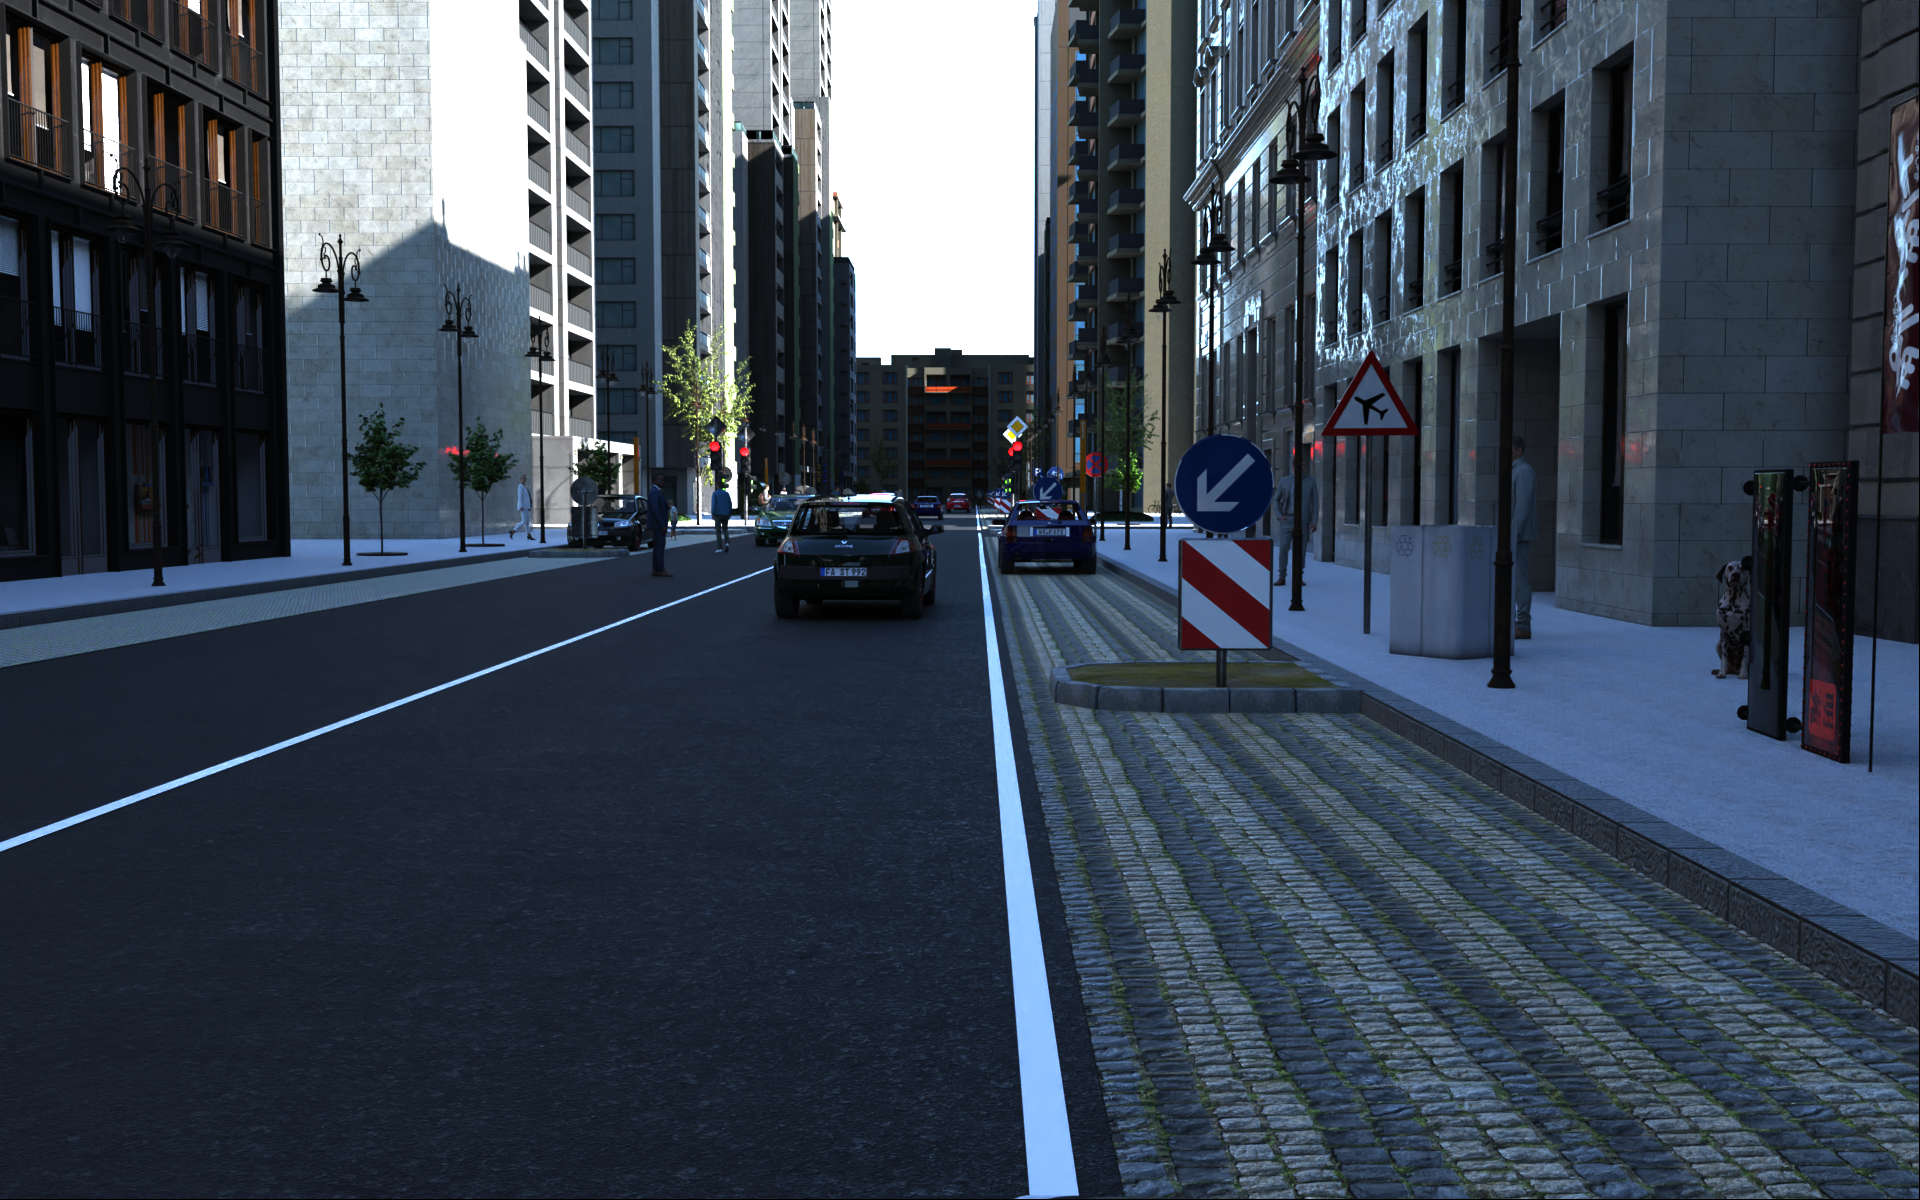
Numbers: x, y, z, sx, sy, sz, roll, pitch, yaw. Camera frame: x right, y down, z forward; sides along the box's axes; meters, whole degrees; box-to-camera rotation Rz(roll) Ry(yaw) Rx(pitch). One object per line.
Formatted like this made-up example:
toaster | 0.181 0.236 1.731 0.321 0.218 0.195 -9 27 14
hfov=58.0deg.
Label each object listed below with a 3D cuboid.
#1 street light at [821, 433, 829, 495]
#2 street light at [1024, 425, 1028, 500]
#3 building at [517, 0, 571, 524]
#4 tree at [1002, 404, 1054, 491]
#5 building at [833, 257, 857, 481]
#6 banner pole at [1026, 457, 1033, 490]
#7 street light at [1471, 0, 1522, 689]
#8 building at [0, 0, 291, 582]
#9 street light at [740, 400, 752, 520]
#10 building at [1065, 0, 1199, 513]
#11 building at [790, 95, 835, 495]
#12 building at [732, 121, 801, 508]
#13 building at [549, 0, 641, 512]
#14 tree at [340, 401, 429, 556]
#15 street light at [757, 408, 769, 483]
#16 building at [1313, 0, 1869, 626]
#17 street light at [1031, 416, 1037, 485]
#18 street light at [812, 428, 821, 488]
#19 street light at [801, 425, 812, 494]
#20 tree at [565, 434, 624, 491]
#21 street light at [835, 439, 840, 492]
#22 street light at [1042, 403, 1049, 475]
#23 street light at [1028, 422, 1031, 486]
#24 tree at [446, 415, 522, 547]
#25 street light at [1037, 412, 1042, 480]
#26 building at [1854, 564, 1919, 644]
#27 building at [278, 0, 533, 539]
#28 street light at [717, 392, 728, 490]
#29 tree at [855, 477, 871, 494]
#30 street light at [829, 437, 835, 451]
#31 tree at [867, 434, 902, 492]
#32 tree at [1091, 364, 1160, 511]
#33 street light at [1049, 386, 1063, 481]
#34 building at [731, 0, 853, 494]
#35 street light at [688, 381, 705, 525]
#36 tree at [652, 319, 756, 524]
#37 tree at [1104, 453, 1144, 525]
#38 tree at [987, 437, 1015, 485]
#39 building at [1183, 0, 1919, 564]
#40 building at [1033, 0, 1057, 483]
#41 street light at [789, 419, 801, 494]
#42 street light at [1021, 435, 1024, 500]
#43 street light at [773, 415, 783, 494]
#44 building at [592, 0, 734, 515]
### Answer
street light | -10.211 -9.506 128.214 0.468 5.910 1.993 0 4 1
street light | 4.480 -8.361 109.484 0.468 5.910 1.993 0 4 1
building | -26.382 -39.325 81.211 20.563 71.187 20.611 0 4 1
tree | 5.520 -11.670 141.166 4.737 8.622 4.395 0 3 0
building | -19.828 -26.910 211.677 14.107 30.474 14.160 0 4 1
banner pole | 4.789 -7.845 118.284 0.401 3.779 0.863 -3 4 -39
street light | 3.597 -2.357 11.329 0.468 5.910 1.993 0 4 1
building | -19.947 -12.068 26.986 12.332 23.373 15.834 0 4 1
street light | -10.532 -6.900 85.601 0.468 5.910 1.993 0 4 1
building | 19.352 -28.999 128.760 22.147 44.769 28.867 0 4 1
building | -20.161 -29.948 173.243 14.154 41.232 14.086 0 4 1
building | -20.403 -22.374 137.521 14.160 30.474 14.107 0 4 1
building | -23.654 -43.820 154.706 20.563 71.187 20.611 0 4 1
tree | -12.064 -2.537 36.087 1.663 3.219 1.824 0 3 0
street light | -10.520 -7.325 92.547 0.468 5.910 1.993 0 4 1
building | 11.954 -10.380 24.463 10.420 20.320 16.860 0 4 1
street light | 4.344 -7.498 95.381 0.468 5.910 1.993 0 4 1
street light | -10.235 -9.068 121.050 0.468 5.910 1.993 0 4 1
street light | -10.274 -8.643 114.104 0.468 5.910 1.993 0 4 1
tree | -11.531 -3.736 55.684 1.663 3.219 1.824 0 3 0
street light | -10.061 -10.356 142.106 0.468 5.910 1.993 0 4 1
street light | 4.260 -6.648 81.489 0.468 5.910 1.993 0 4 1
street light | 4.446 -7.936 102.538 0.468 5.910 1.993 0 4 1
tree | -11.844 -2.928 42.472 1.663 3.219 1.824 0 3 0
street light | 4.354 -7.073 88.434 0.468 5.910 1.993 0 4 1
building | 13.691 -12.595 3.195 12.463 27.353 25.104 0 4 1
building | -23.150 -12.181 53.904 16.860 20.320 10.420 0 4 1
street light | -10.688 -6.459 78.385 0.468 5.910 1.993 0 4 1
tree | -9.966 -11.193 177.600 1.663 3.219 1.824 0 3 0
street light | -10.253 -9.931 135.161 0.468 5.910 1.993 0 4 1
tree | -9.344 -15.851 209.520 4.737 8.622 4.395 0 3 0
tree | 9.299 -9.096 99.080 4.737 8.622 4.395 0 3 0
street light | 4.223 -6.224 74.543 0.468 5.910 1.993 0 4 1
building | -22.439 -46.030 190.843 20.563 71.187 20.611 0 4 1
street light | -10.740 -5.997 70.832 0.468 5.910 1.993 0 4 1
tree | -10.903 -7.555 73.881 4.737 8.622 4.395 0 3 0
tree | 7.030 -4.726 71.872 1.663 3.219 1.824 0 3 0
tree | 5.542 -16.479 219.800 4.360 8.622 3.978 0 3 0
building | 13.362 -15.163 45.180 12.463 27.353 25.104 0 4 1
building | 19.158 -40.411 202.725 21.231 58.520 28.212 0 4 1
street light | -10.312 -8.194 106.756 0.468 5.910 1.993 0 4 1
street light | 4.539 -8.785 116.430 0.468 5.910 1.993 0 4 1
street light | -10.445 -7.750 99.493 0.468 5.910 1.993 0 4 1
building | -21.921 -25.920 107.388 14.154 41.232 14.086 0 4 1
